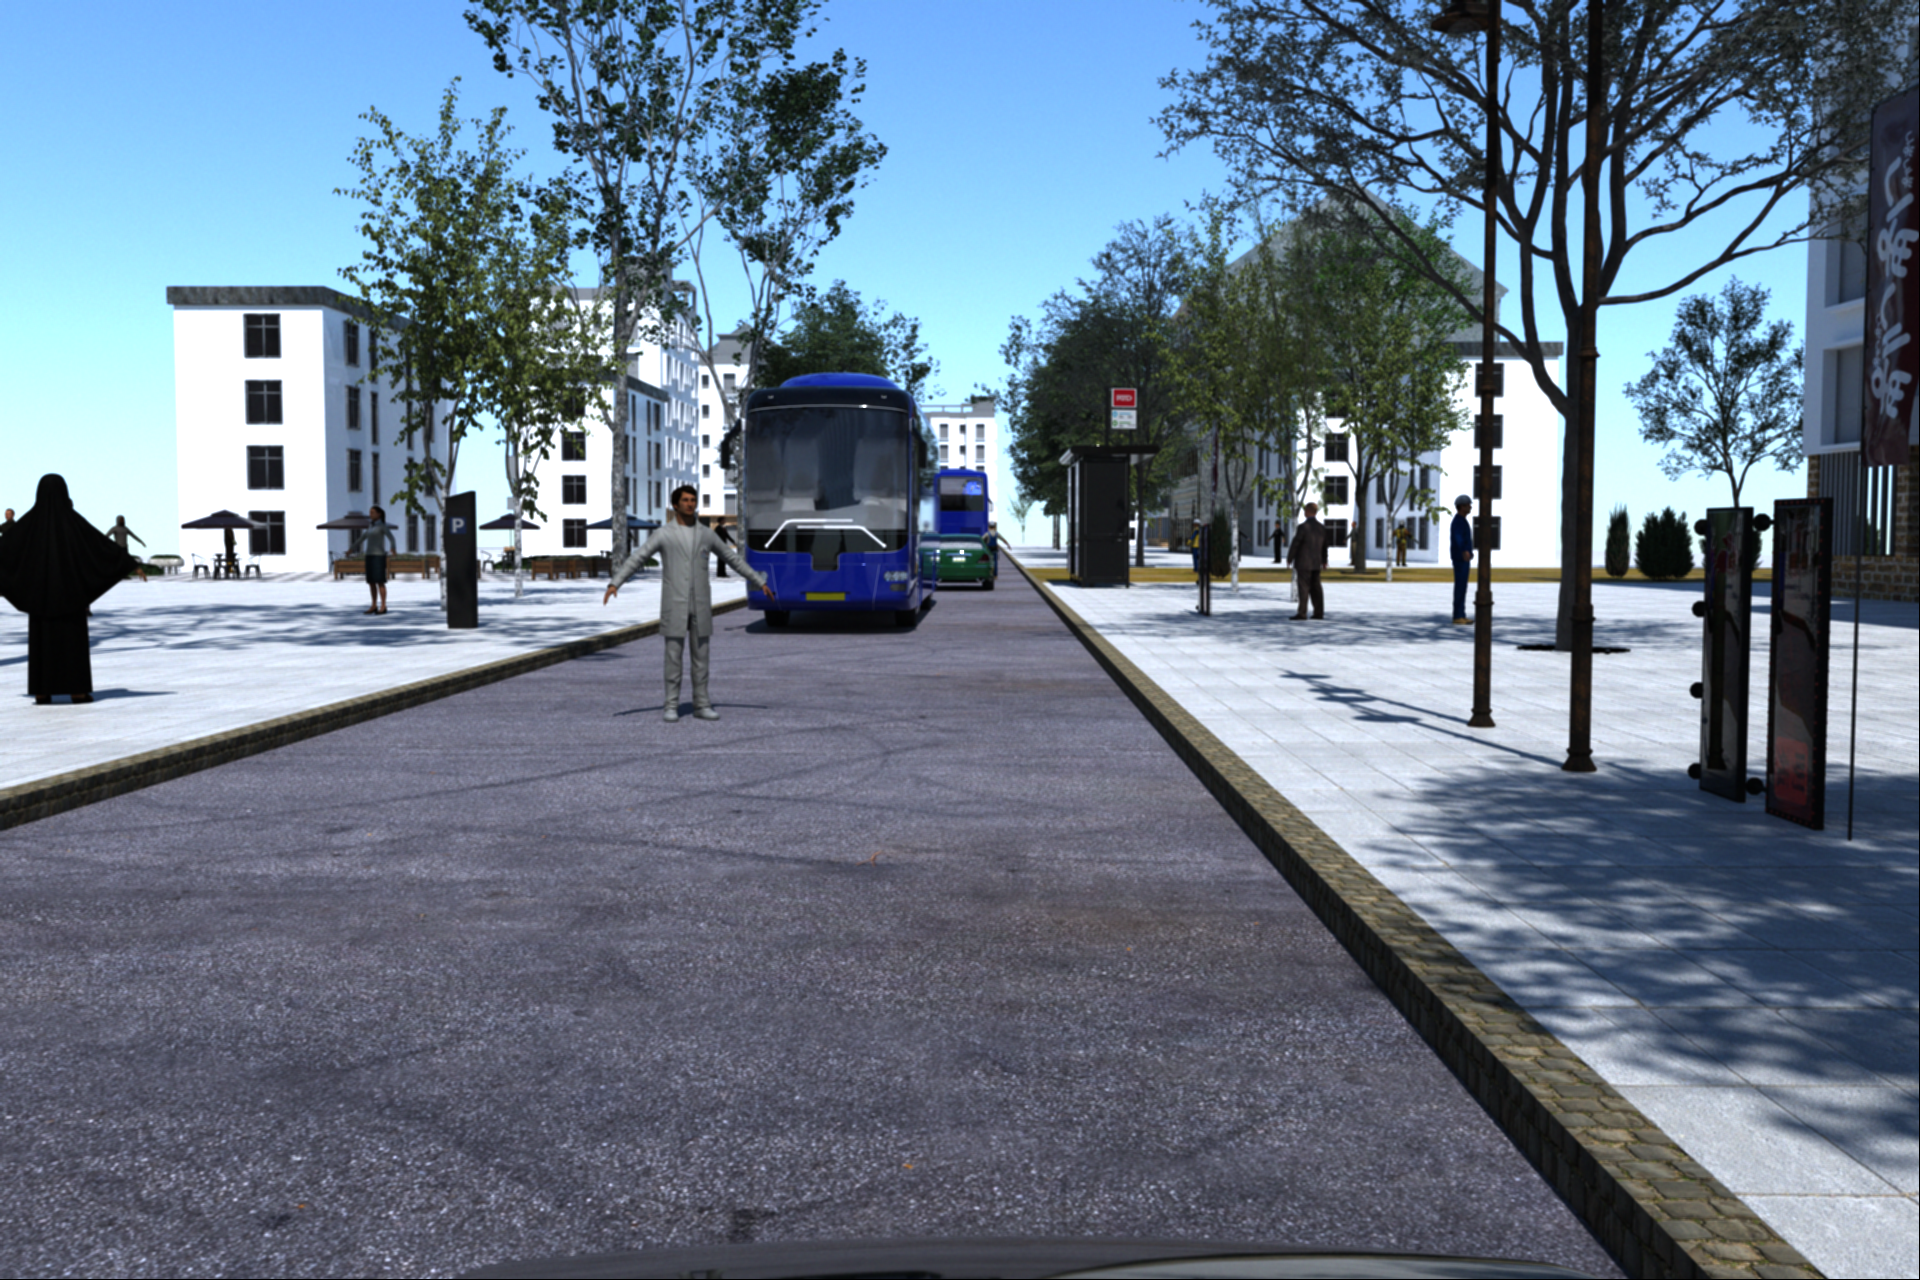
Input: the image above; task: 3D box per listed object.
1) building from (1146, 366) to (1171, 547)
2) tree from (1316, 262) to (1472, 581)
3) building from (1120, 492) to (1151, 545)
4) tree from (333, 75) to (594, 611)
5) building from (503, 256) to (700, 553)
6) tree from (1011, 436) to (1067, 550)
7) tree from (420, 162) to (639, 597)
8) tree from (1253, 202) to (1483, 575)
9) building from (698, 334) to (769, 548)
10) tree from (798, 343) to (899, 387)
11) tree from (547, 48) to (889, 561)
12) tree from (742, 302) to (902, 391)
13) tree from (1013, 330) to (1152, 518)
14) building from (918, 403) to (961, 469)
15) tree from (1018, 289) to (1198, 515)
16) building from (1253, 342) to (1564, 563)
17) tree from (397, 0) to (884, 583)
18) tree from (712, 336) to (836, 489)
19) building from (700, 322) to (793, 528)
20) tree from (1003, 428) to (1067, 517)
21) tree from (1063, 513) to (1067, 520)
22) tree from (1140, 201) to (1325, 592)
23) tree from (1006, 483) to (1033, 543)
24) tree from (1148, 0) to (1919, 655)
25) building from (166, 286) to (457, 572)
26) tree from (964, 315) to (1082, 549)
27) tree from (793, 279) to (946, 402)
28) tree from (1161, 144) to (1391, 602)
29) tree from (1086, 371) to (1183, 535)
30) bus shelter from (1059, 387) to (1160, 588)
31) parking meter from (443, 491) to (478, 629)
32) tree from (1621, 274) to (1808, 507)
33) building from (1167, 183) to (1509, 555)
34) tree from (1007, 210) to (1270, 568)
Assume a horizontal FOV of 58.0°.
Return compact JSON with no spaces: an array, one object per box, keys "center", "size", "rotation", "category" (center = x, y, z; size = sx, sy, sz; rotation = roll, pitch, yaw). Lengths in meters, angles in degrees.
[{"center":[24.699,-19.851,180.982],"size":[16.016,20.090,11.380],"rotation":[0,4,1],"category":"building"},{"center":[11.592,-5.878,46.462],"size":[4.737,8.622,4.395],"rotation":[0,3,0],"category":"tree"},{"center":[22.493,-16.064,204.796],"size":[9.099,9.664,28.070],"rotation":[0,4,1],"category":"building"},{"center":[-8.495,-4.803,28.889],"size":[4.737,8.622,4.395],"rotation":[0,3,0],"category":"tree"},{"center":[-25.025,-16.070,119.159],"size":[16.016,20.090,11.380],"rotation":[0,4,1],"category":"building"},{"center":[7.575,-12.358,136.464],"size":[8.767,10.594,7.601],"rotation":[2,4,34],"category":"tree"},{"center":[-8.838,-5.202,35.407],"size":[4.737,8.622,4.395],"rotation":[0,3,0],"category":"tree"},{"center":[12.857,-7.908,55.049],"size":[9.928,11.665,9.643],"rotation":[0,3,0],"category":"tree"},{"center":[-24.322,-18.857,164.728],"size":[16.016,20.090,11.380],"rotation":[0,3,0],"category":"building"},{"center":[-7.747,-12.589,112.484],"size":[9.857,13.997,8.962],"rotation":[0,3,0],"category":"tree"},{"center":[-9.561,-13.007,68.561],"size":[12.611,20.169,13.585],"rotation":[0,3,0],"category":"tree"},{"center":[-7.650,-11.620,96.646],"size":[9.857,13.997,8.962],"rotation":[0,3,0],"category":"tree"},{"center":[7.453,-12.068,103.972],"size":[9.857,13.997,8.962],"rotation":[0,3,0],"category":"tree"},{"center":[-5.992,-23.401,241.476],"size":[11.380,20.090,16.016],"rotation":[0,4,-1],"category":"building"},{"center":[7.906,-11.277,91.036],"size":[9.857,13.997,8.962],"rotation":[0,3,0],"category":"tree"},{"center":[21.862,-9.026,89.715],"size":[9.099,9.664,28.070],"rotation":[0,4,1],"category":"building"},{"center":[-8.446,-11.643,46.257],"size":[12.611,20.169,13.585],"rotation":[0,3,0],"category":"tree"},{"center":[-8.220,-9.035,82.138],"size":[7.601,10.594,8.767],"rotation":[-1,4,-11],"category":"tree"},{"center":[-22.154,-21.921,189.328],"size":[19.493,23.208,18.063],"rotation":[0,4,0],"category":"building"},{"center":[7.429,-11.333,119.708],"size":[8.767,10.594,7.601],"rotation":[-3,5,-43],"category":"tree"},{"center":[16.658,-17.935,243.605],"size":[4.360,8.622,3.978],"rotation":[0,3,0],"category":"tree"},{"center":[6.038,-5.353,37.886],"size":[4.737,8.622,4.395],"rotation":[0,3,0],"category":"tree"},{"center":[9.093,-17.844,242.109],"size":[4.360,8.622,3.978],"rotation":[0,3,0],"category":"tree"},{"center":[6.582,-6.614,18.512],"size":[12.009,13.543,11.850],"rotation":[0,3,0],"category":"tree"},{"center":[-25.934,-7.992,72.818],"size":[9.099,9.664,28.070],"rotation":[0,4,0],"category":"building"},{"center":[7.224,-18.025,150.603],"size":[12.611,20.169,13.585],"rotation":[0,3,0],"category":"tree"},{"center":[-7.371,-16.594,127.202],"size":[12.611,20.169,13.585],"rotation":[0,3,0],"category":"tree"},{"center":[6.519,-5.023,32.481],"size":[4.360,8.622,3.978],"rotation":[0,3,0],"category":"tree"},{"center":[7.499,-7.765,77.320],"size":[4.737,8.622,4.395],"rotation":[0,3,0],"category":"tree"},{"center":[3.737,-4.122,45.032],"size":[2.179,5.291,8.768],"rotation":[0,4,1],"category":"bus shelter"},{"center":[-6.779,-1.088,23.500],"size":[0.399,1.863,0.255],"rotation":[0,4,2],"category":"parking meter"},{"center":[27.779,-7.768,61.418],"size":[8.767,10.594,7.601],"rotation":[2,4,27],"category":"tree"},{"center":[24.348,-17.469,116.553],"size":[19.493,23.208,18.063],"rotation":[0,4,1],"category":"building"},{"center":[6.980,-9.534,66.255],"size":[12.009,13.543,11.850],"rotation":[0,3,0],"category":"tree"}]
